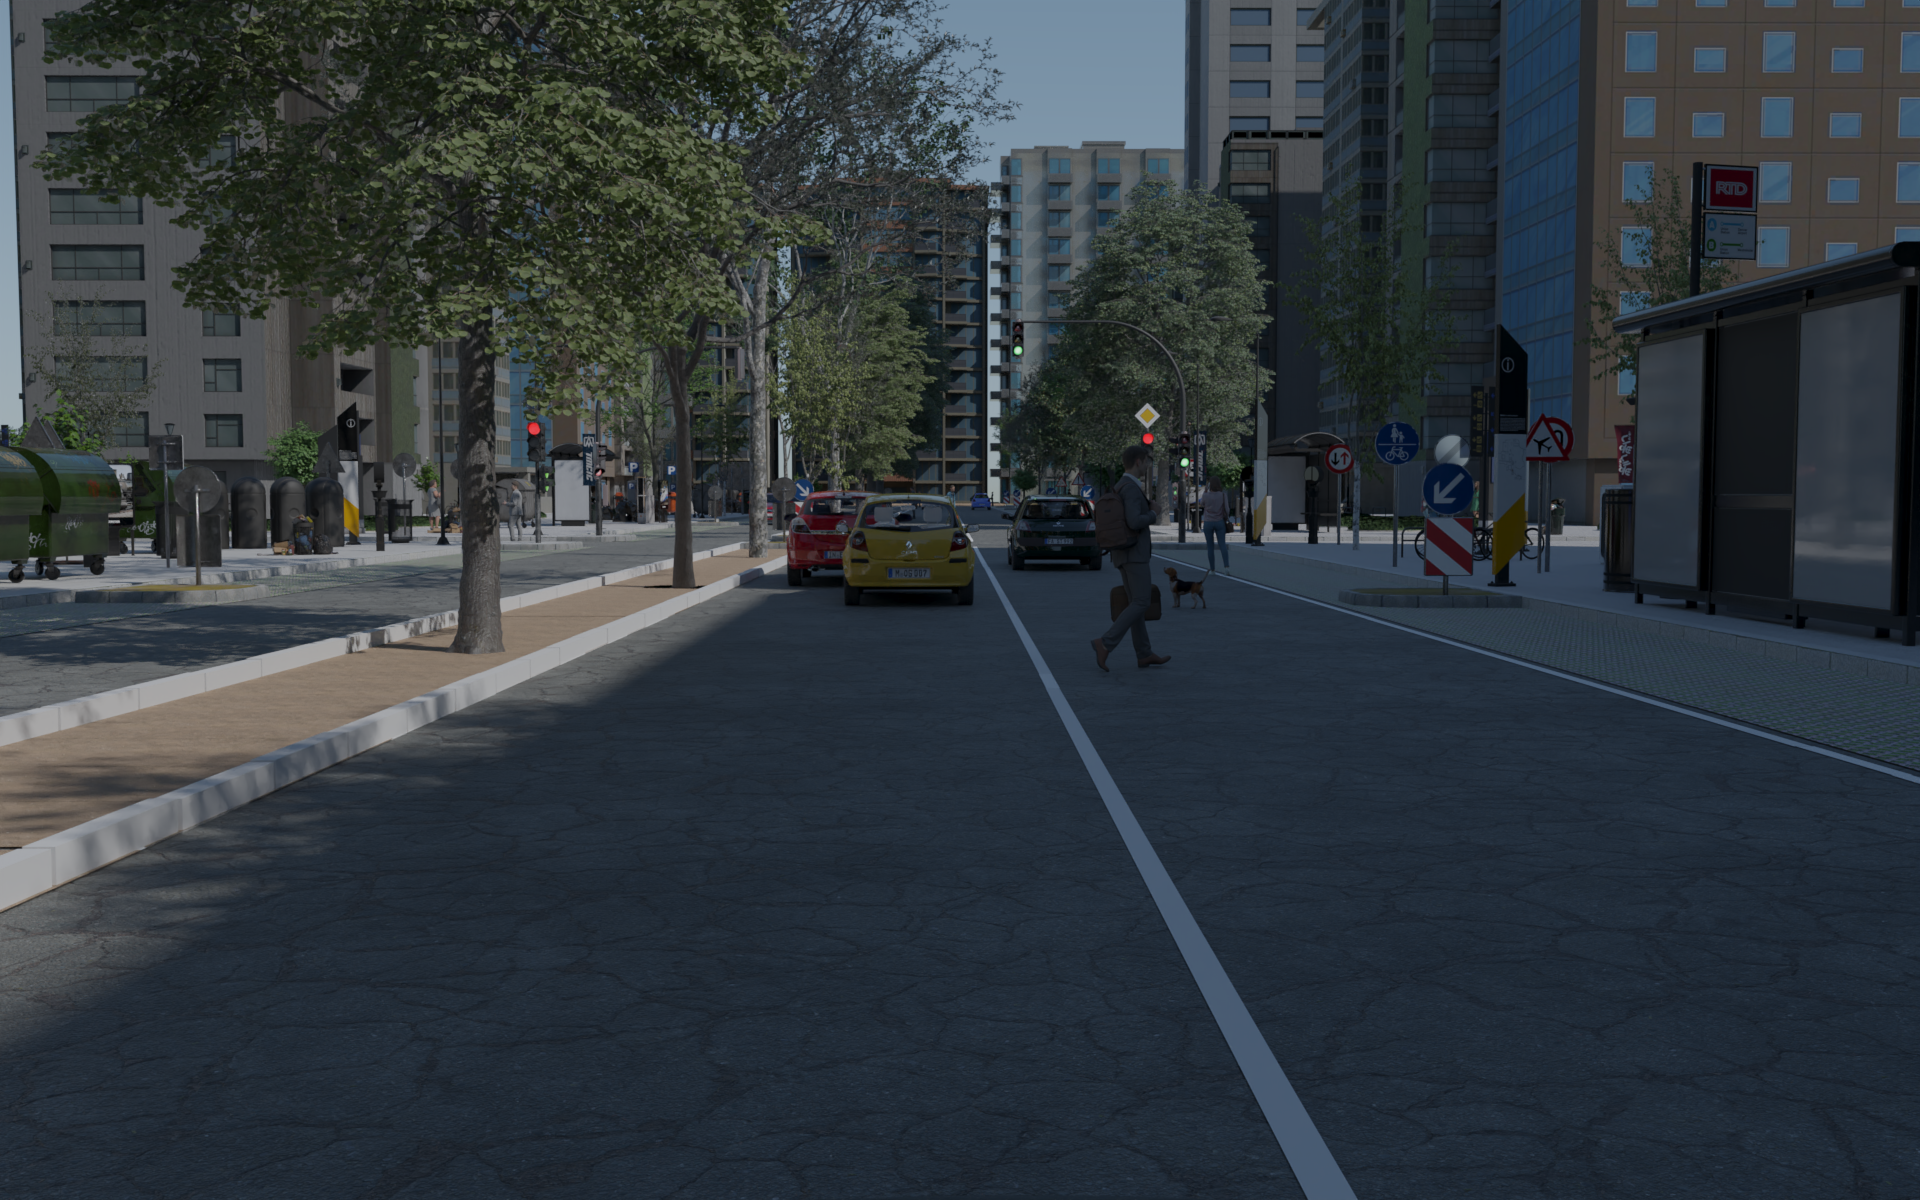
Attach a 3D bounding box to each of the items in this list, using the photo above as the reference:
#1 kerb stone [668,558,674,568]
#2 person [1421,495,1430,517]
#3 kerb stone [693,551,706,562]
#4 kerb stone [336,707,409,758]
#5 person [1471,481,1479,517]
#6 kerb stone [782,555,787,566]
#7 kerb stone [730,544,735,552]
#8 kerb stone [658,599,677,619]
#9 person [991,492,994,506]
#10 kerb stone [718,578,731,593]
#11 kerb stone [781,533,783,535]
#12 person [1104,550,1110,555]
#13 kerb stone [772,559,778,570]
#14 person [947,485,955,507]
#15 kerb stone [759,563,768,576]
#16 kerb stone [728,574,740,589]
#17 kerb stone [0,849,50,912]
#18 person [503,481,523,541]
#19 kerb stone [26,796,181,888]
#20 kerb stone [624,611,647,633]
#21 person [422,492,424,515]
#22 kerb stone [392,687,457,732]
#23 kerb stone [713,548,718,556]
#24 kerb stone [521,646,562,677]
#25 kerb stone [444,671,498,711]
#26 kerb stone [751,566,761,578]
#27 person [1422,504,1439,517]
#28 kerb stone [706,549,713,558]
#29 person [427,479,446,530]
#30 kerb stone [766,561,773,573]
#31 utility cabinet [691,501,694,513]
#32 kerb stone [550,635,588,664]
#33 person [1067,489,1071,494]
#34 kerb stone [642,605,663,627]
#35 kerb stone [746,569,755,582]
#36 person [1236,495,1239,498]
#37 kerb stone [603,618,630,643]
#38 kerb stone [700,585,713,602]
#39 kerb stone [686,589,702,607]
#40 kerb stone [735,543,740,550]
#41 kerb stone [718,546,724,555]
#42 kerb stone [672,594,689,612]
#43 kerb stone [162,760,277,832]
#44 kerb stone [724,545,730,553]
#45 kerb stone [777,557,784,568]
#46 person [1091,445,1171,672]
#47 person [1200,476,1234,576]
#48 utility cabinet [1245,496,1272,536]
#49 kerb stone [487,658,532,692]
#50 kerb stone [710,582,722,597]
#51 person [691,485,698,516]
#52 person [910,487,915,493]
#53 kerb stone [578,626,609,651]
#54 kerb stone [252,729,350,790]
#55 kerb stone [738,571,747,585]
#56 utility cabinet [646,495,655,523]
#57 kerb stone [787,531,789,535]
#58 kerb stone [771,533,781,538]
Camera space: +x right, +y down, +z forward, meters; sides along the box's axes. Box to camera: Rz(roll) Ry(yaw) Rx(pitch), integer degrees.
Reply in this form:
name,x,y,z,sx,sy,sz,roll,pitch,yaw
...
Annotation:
name,x,y,z,sx,sy,sz,roll,pitch,yaw
kerb stone,-5.657,-0.690,33.504,0.120,0.150,1.000,0,4,0
person,14.950,-2.955,55.191,0.643,1.720,0.563,-1,4,-22
kerb stone,-5.704,-0.943,37.612,0.120,0.150,1.000,0,4,0
kerb stone,-3.369,0.758,9.871,0.120,0.150,1.000,0,4,0
person,20.750,-3.866,69.494,0.529,1.795,0.600,-3,4,-38
kerb stone,-3.576,-0.752,34.487,0.120,0.150,1.000,0,4,0
kerb stone,-5.741,-1.257,42.754,0.120,0.150,1.000,0,4,0
kerb stone,-3.452,0.126,20.128,0.120,0.150,1.000,0,4,0
person,3.717,-11.841,202.910,0.445,1.727,0.742,-1,4,-21
kerb stone,-3.494,-0.188,25.269,0.120,0.150,1.000,0,4,0
kerb stone,-5.835,-2.037,55.548,0.120,0.150,1.000,0,4,0
person,3.716,-1.922,40.757,0.643,1.720,0.563,1,4,10
kerb stone,-3.559,-0.622,32.435,0.120,0.150,1.000,0,4,0
person,-0.386,-3.738,69.962,0.444,1.785,0.601,3,5,45
kerb stone,-3.534,-0.501,30.387,0.120,0.150,1.000,0,4,0
kerb stone,-3.504,-0.250,26.291,0.120,0.150,1.000,0,4,0
kerb stone,-3.344,1.006,5.770,0.120,0.150,1.000,0,4,0
person,-12.780,-2.495,49.499,0.583,1.804,0.606,0,4,-4
kerb stone,-3.352,0.942,6.798,0.120,0.150,1.000,0,4,0
kerb stone,-3.441,0.254,18.082,0.120,0.150,1.000,0,4,0
person,-32.194,-5.923,102.981,0.850,1.850,0.679,3,5,43
kerb stone,-3.380,0.695,10.893,0.120,0.150,1.000,0,4,0
kerb stone,-5.719,-1.063,39.662,0.120,0.150,1.000,0,4,0
kerb stone,-3.406,0.508,13.982,0.120,0.150,1.000,0,4,0
kerb stone,-3.383,0.629,11.915,0.120,0.150,1.000,0,4,0
kerb stone,-3.537,-0.438,29.363,0.120,0.150,1.000,0,4,0
person,11.869,-2.257,43.293,0.721,1.781,0.623,0,4,5
kerb stone,-5.699,-1.003,38.640,0.120,0.150,1.000,0,4,0
person,-17.916,-3.240,59.367,0.532,1.782,0.716,-3,5,-43
kerb stone,-3.546,-0.564,31.413,0.120,0.150,1.000,0,4,0
utility cabinet,-17.893,-6.468,114.431,0.318,1.500,1.173,-2,4,-29
kerb stone,-3.412,0.440,15.003,0.120,0.150,1.000,0,4,0
person,9.128,-8.334,143.129,0.721,1.723,1.217,2,4,26
kerb stone,-3.444,0.189,19.103,0.120,0.150,1.000,0,4,0
kerb stone,-3.520,-0.375,28.342,0.120,0.150,1.000,0,4,0
person,20.403,-7.344,126.311,0.583,1.804,0.606,2,4,25
kerb stone,-3.427,0.315,17.051,0.120,0.150,1.000,0,4,0
kerb stone,-3.475,-0.061,23.212,0.120,0.150,1.000,0,4,0
kerb stone,-3.474,0.000,22.190,0.120,0.150,1.000,0,4,0
kerb stone,-5.739,-1.320,43.776,0.120,0.150,1.000,0,4,0
kerb stone,-5.722,-1.127,40.688,0.120,0.150,1.000,0,4,0
kerb stone,-3.471,0.064,21.157,0.120,0.150,1.000,0,4,0
kerb stone,-3.354,0.884,7.828,0.120,0.150,1.000,0,4,0
kerb stone,-5.726,-1.194,41.722,0.120,0.150,1.000,0,4,0
kerb stone,-3.560,-0.688,33.457,0.120,0.150,1.000,0,4,0
person,1.380,-0.351,14.205,0.822,1.834,0.622,-1,4,-22
person,4.530,-1.305,30.420,0.593,1.750,0.643,0,4,2
utility cabinet,9.168,-2.577,53.297,0.306,1.237,1.020,-2,4,-24
kerb stone,-3.397,0.572,12.950,0.120,0.150,1.000,0,4,0
kerb stone,-3.489,-0.122,24.240,0.120,0.150,1.000,0,4,0
person,-15.839,-5.936,103.282,0.537,1.800,0.526,-1,4,-17
person,-2.760,-5.601,99.884,0.447,1.846,0.655,0,4,-5
kerb stone,-3.427,0.377,16.028,0.120,0.150,1.000,0,4,0
kerb stone,-3.365,0.816,8.849,0.120,0.150,1.000,0,4,0
kerb stone,-3.516,-0.313,27.315,0.120,0.150,1.000,0,4,0
utility cabinet,-13.767,-3.997,76.507,0.306,1.237,1.020,0,4,4
kerb stone,-5.862,-2.163,57.594,0.120,0.150,1.000,0,4,0
kerb stone,-5.832,-1.977,54.526,0.120,0.150,1.000,0,4,0
